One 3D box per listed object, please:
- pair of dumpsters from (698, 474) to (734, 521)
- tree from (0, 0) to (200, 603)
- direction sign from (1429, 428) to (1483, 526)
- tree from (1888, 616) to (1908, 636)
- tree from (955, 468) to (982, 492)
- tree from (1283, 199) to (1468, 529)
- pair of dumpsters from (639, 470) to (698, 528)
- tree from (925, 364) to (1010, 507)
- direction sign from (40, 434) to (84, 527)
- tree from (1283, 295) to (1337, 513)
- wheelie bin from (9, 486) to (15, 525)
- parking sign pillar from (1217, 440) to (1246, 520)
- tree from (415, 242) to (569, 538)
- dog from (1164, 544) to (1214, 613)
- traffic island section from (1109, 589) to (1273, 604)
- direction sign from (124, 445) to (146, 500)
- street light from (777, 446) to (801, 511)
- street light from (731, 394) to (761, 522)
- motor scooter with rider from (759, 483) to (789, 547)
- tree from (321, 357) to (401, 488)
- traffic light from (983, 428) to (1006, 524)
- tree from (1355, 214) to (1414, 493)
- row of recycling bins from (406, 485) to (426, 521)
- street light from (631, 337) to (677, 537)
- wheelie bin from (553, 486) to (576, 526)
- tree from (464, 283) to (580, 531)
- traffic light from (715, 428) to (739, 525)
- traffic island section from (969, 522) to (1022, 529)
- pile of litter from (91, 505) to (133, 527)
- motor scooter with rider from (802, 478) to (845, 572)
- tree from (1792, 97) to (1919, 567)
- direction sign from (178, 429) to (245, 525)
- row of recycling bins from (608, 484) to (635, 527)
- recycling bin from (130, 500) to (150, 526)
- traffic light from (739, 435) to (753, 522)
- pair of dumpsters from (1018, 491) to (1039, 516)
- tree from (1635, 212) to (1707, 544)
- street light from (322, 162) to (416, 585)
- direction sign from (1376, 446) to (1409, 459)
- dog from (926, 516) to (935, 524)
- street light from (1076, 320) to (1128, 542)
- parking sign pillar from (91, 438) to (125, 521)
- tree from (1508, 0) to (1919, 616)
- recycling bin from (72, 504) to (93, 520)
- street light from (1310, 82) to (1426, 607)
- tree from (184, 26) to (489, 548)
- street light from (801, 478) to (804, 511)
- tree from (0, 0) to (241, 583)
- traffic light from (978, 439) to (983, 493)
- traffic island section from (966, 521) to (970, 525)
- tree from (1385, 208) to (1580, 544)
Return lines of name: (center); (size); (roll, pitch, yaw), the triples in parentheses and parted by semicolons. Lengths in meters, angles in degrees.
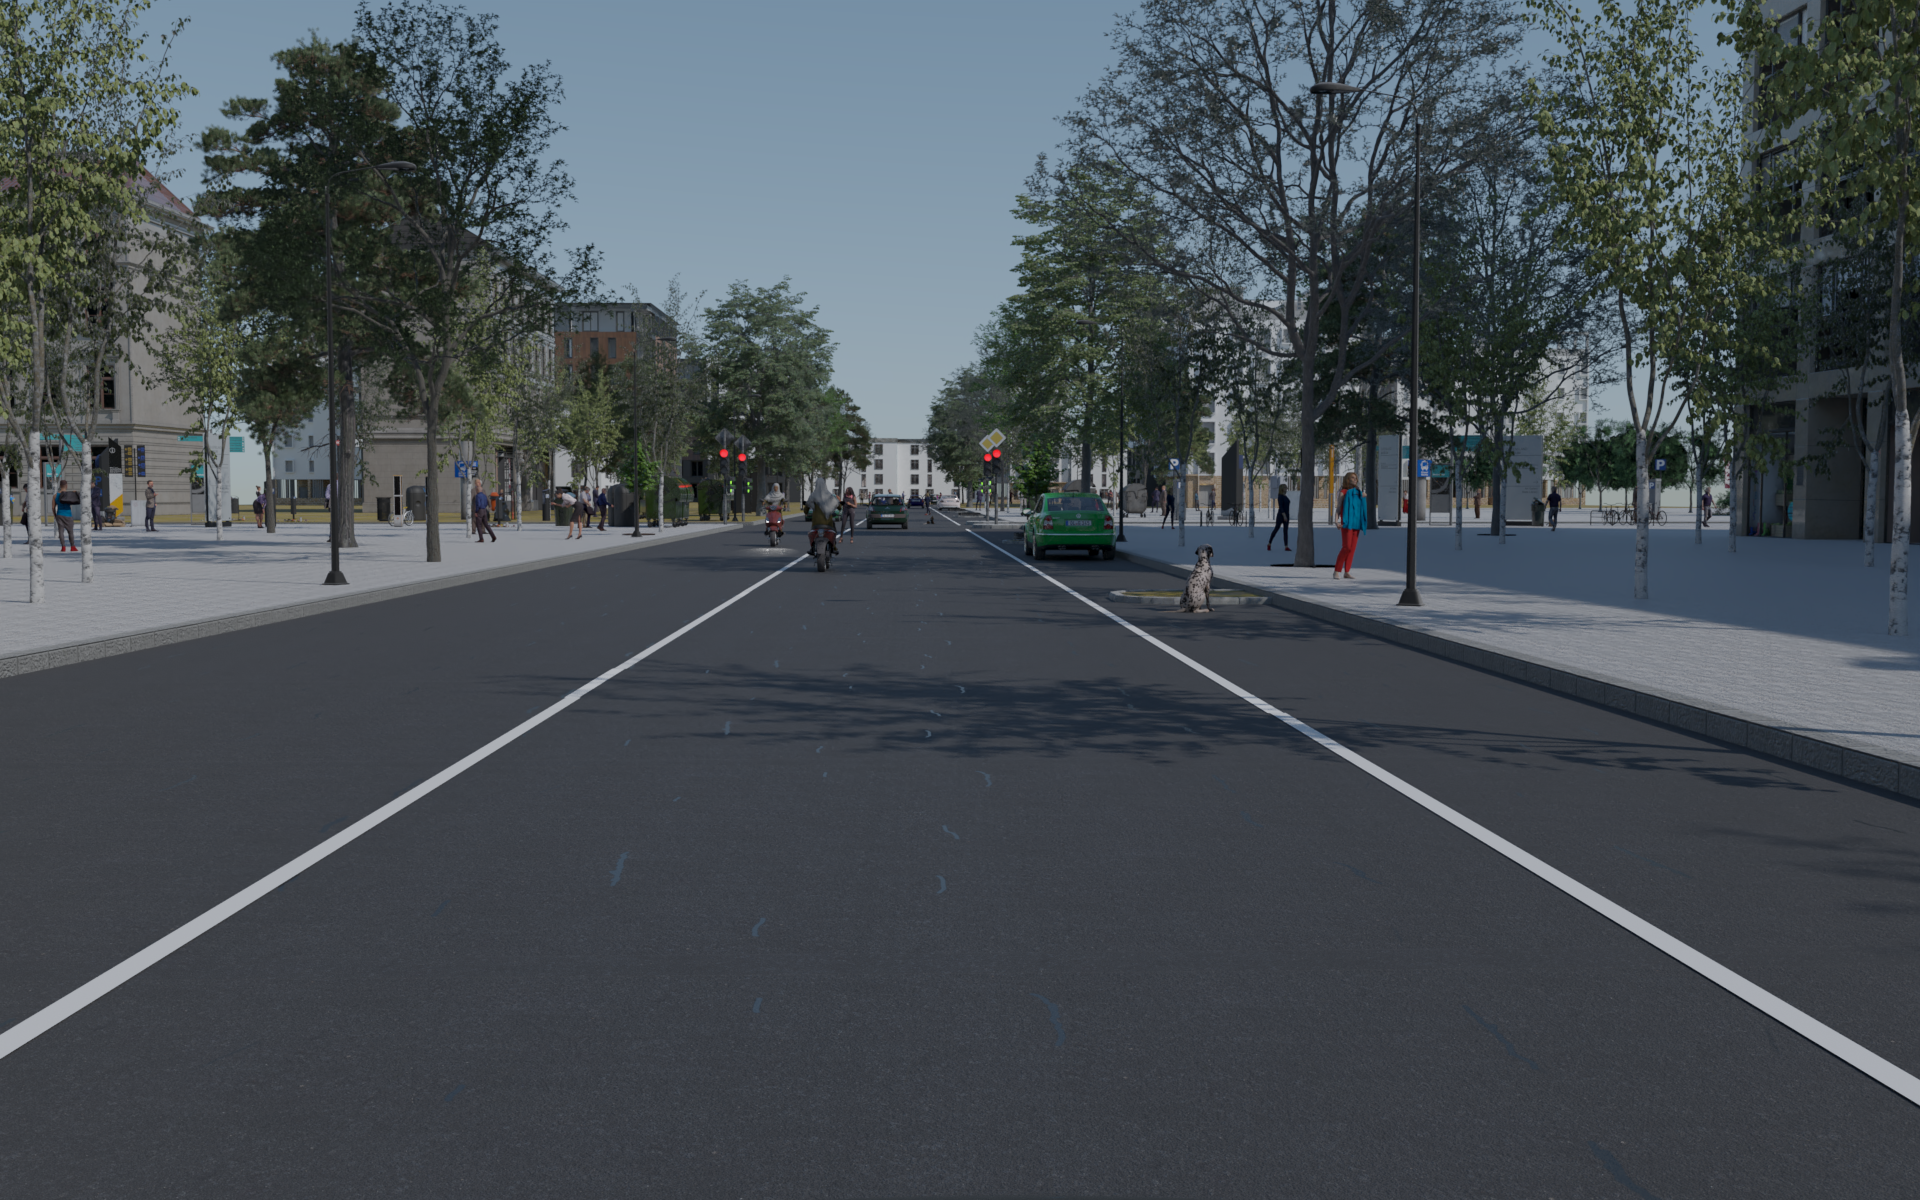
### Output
pair of dumpsters: (-11.824, -4.952, 83.461); (1.574, 2.255, 4.436); (0, 4, -2)
tree: (-11.120, -4.268, 20.151); (4.737, 8.622, 4.395); (0, 3, 0)
direction sign: (20.145, -5.007, 70.623); (2.525, 3.948, 1.411); (2, 4, 26)
tree: (8.712, -3.974, 15.345); (4.737, 8.622, 4.395); (0, 3, 0)
tree: (1.187, -11.610, 173.535); (4.285, 4.588, 4.351); (0, 3, 0)
tree: (14.968, -8.609, 62.815); (6.751, 12.117, 7.091); (0, 3, 0)
pair of dumpsters: (-11.439, -3.995, 67.811); (1.574, 2.255, 4.436); (0, 4, -2)
tree: (0.879, -15.829, 165.463); (9.857, 13.997, 8.962); (0, 3, 0)
direction sign: (-36.305, -4.920, 69.196); (1.411, 3.948, 2.525); (1, 4, 20)
tree: (8.596, -6.133, 50.637); (4.360, 8.622, 3.978); (0, 3, 0)
wheelie bin: (-39.600, -3.899, 71.650); (0.980, 1.594, 0.693); (-1, 4, -14)
parking sign pillar: (13.558, -5.982, 86.284); (1.447, 3.967, 1.447); (-2, 4, -27)
tree: (-14.404, -6.137, 50.696); (4.737, 8.622, 4.395); (0, 3, 0)
dog: (2.773, -0.261, 21.101); (0.800, 0.831, 0.513); (-1, 4, -11)
traffic island section: (3.051, -0.038, 23.487); (1.991, 0.108, 1.994); (0, 4, -2)
direction sign: (-38.141, -5.390, 80.116); (0.876, 3.537, 0.379); (-2, 4, -29)
street light: (-10.794, -8.253, 107.473); (1.470, 5.913, 1.316); (0, 4, -2)
street light: (-9.975, -6.623, 80.819); (1.470, 5.913, 1.316); (0, 4, -2)
motor scooter with rider: (-5.160, -2.380, 47.876); (0.876, 1.779, 1.986); (0, 4, -3)
tree: (-22.207, -6.904, 63.249); (4.360, 8.622, 3.978); (0, 3, 0)
traffic light: (1.512, -5.123, 73.012); (0.839, 4.213, 0.868); (0, 4, -2)
tree: (11.445, -5.438, 39.274); (4.737, 8.622, 4.395); (0, 3, 0)
row of recycling bins: (-26.362, -4.735, 84.523); (1.069, 1.692, 3.534); (0, 4, -6)
street light: (-9.068, -4.817, 51.305); (1.470, 5.913, 1.316); (0, 4, -2)
wheelie bin: (-15.793, -3.742, 69.095); (0.980, 1.594, 0.693); (1, 4, 11)
tree: (-15.031, -6.693, 59.800); (4.360, 8.622, 3.978); (0, 3, 0)
traffic light: (-9.843, -5.101, 72.652); (0.839, 4.213, 0.868); (0, 4, -2)
traffic island section: (1.553, -3.110, 73.126); (2.009, 0.180, 2.903); (0, 4, -2)
pile of litter: (-32.982, -3.261, 67.284); (1.719, 0.858, 1.176); (0, 4, -7)
motor scooter with rider: (-2.527, -1.433, 32.390); (0.876, 1.779, 1.986); (0, 4, -1)
tree: (16.285, -4.905, 30.554); (4.360, 8.622, 3.978); (0, 3, 0)
direction sign: (-30.957, -5.077, 71.777); (2.525, 3.948, 1.411); (-1, 4, -20)
row of recycling bins: (-13.496, -3.784, 68.987); (1.069, 1.692, 3.534); (-1, 4, -17)
recycling bin: (-33.039, -3.505, 69.862); (0.722, 1.027, 0.722); (-2, 4, -24)
traffic light: (-10.086, -5.590, 80.634); (0.839, 4.213, 0.868); (0, 4, -2)
pair of dumpsters: (4.240, -5.929, 99.432); (1.574, 2.255, 4.436); (0, 4, -2)
tree: (19.190, -5.754, 44.444); (4.360, 8.622, 3.978); (0, 3, 0)
street light: (-8.295, -3.168, 24.341); (1.470, 5.913, 1.316); (0, 4, -2)
direction sign: (21.784, -5.922, 85.589); (2.525, 3.948, 1.411); (3, 4, 36)
dog: (-1.480, -3.823, 82.701); (0.748, 0.427, 0.550); (-1, 4, -17)
street light: (3.791, -4.517, 46.388); (1.470, 5.913, 1.316); (0, 4, -2)
parking sign pillar: (-40.975, -5.793, 83.192); (1.447, 3.967, 1.447); (1, 4, 9)
tree: (8.411, -4.307, 20.782); (4.737, 8.622, 4.395); (0, 3, 0)
recycling bin: (-43.210, -4.450, 85.306); (0.722, 1.027, 0.722); (1, 4, 22)
street light: (4.644, -2.886, 19.735); (1.470, 5.913, 1.316); (0, 4, -2)
tree: (-14.647, -7.284, 41.155); (6.751, 12.117, 7.091); (0, 3, 0)
street light: (-11.679, -9.883, 134.124); (1.470, 5.913, 1.316); (0, 4, -2)
tree: (-12.692, -4.570, 25.089); (4.360, 8.622, 3.978); (0, 3, 0)
traffic light: (1.270, -5.612, 80.993); (0.839, 4.213, 0.868); (0, 4, -2)
traffic island section: (1.310, -3.598, 81.107); (2.009, 0.180, 2.903); (0, 4, -2)
tree: (13.874, -5.759, 44.515); (4.360, 8.622, 3.978); (0, 3, 0)
